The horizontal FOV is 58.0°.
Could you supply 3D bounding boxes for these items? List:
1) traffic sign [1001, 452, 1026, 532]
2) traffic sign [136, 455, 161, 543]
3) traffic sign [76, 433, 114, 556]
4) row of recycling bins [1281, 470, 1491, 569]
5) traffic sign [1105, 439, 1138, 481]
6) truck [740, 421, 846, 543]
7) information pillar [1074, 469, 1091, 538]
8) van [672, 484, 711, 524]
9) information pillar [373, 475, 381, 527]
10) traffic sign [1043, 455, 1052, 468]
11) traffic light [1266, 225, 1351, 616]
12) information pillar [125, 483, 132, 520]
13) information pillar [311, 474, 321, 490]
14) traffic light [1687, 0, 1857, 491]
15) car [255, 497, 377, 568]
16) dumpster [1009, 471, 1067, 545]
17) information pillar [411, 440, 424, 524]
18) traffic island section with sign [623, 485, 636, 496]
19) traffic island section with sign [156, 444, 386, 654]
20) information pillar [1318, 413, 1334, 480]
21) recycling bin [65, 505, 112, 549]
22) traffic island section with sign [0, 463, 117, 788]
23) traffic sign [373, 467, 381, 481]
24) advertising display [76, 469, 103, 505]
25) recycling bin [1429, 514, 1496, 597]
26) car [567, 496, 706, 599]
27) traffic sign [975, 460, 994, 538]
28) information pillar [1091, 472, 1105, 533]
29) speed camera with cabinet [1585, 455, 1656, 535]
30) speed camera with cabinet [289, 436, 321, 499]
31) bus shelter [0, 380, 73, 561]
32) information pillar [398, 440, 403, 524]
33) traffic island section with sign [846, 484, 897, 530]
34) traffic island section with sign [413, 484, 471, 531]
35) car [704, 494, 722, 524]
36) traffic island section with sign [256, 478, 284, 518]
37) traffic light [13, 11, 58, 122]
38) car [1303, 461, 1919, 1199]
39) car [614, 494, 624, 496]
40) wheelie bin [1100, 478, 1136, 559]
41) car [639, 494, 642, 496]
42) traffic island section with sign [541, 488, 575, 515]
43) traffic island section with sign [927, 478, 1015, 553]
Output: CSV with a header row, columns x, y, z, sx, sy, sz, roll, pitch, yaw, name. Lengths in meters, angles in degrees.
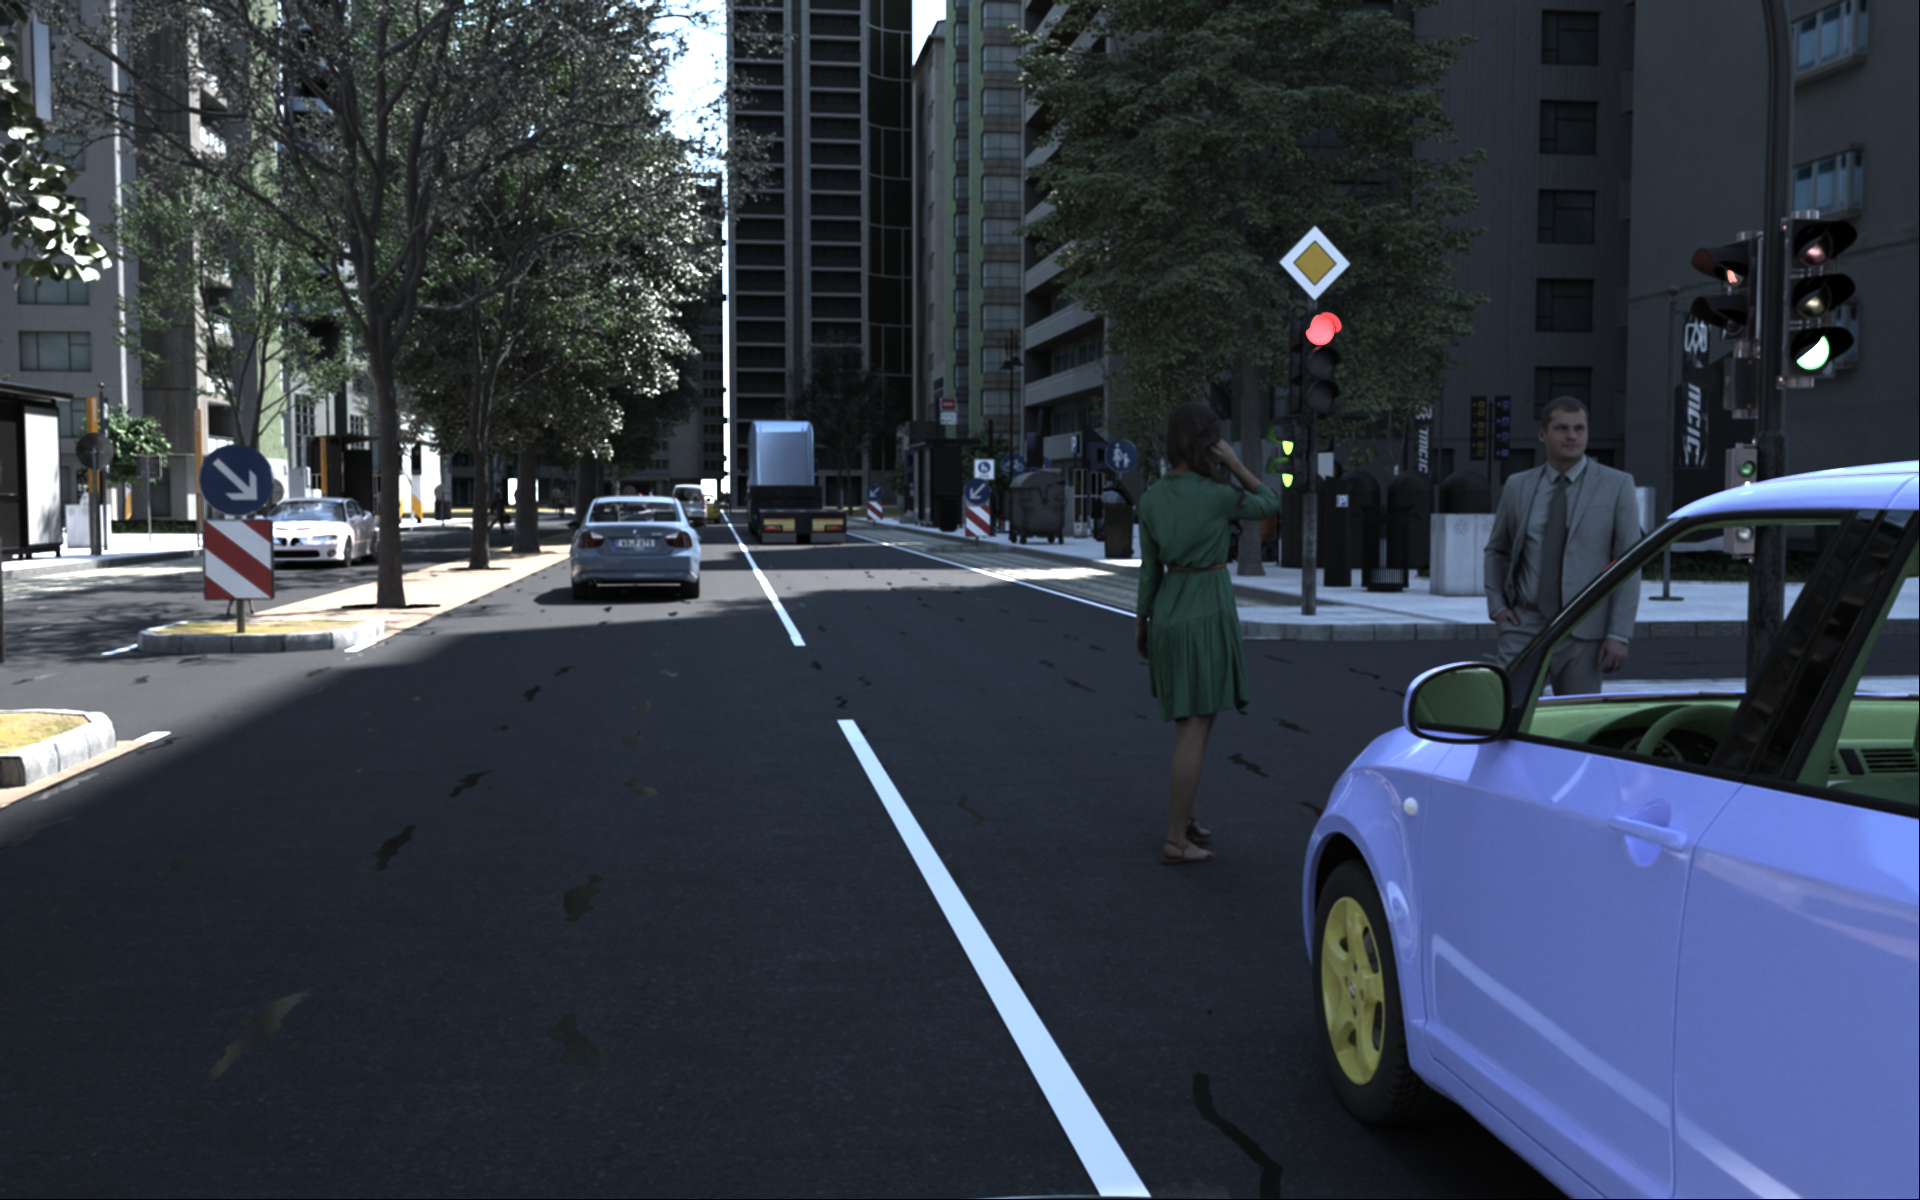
x,y,z,sx,sy,sz,roll,pitch,yaw,name
1.623,-3.237,53.024,0.768,2.556,0.104,0,4,-4,traffic sign
-21.084,-2.624,45.030,0.606,2.300,0.079,0,4,-8,traffic sign
-17.916,-2.189,35.890,0.768,2.556,0.104,0,4,-4,traffic sign
7.355,-1.398,29.965,3.534,1.692,1.069,1,4,8,row of recycling bins
3.728,-2.451,40.183,0.768,2.556,0.104,0,4,-5,traffic sign
-5.749,-4.183,58.154,2.967,4.110,18.799,0,4,-8,truck
3.510,-2.802,50.307,0.304,2.012,0.304,3,4,36,information pillar
-12.515,-4.456,79.871,2.013,2.044,4.112,0,4,-8,van
-22.367,-3.805,66.706,0.304,2.012,0.304,-3,5,-39,information pillar
2.601,-3.431,56.207,0.768,2.556,0.104,0,4,-7,traffic sign
3.677,-1.793,18.242,0.839,4.253,0.868,-1,4,-8,traffic light
-30.262,-4.374,62.865,0.504,3.616,0.183,3,4,39,information pillar
-23.669,-3.631,63.853,0.304,2.012,0.304,2,4,33,information pillar
2.751,-2.155,9.901,4.771,5.953,1.251,-1,4,-8,traffic light
-13.047,-1.388,35.063,2.083,1.381,4.827,-1,4,-9,car
2.013,-2.378,44.638,1.264,1.857,1.865,0,4,-8,dumpster
-23.528,-5.118,75.035,0.504,3.616,0.183,1,4,18,information pillar
-17.386,-5.063,90.910,2.006,1.907,1.989,-1,4,-8,traffic island section with sign
-6.718,-0.513,16.530,2.006,1.907,1.989,-1,4,-8,traffic island section with sign
7.311,-2.645,34.599,0.183,3.616,0.504,-1,4,-17,information pillar
-20.710,-1.750,41.164,0.722,1.027,0.722,0,4,7,recycling bin
-5.676,-0.065,9.196,2.006,1.907,1.989,-1,4,-8,traffic island section with sign
-23.275,-4.281,69.993,0.884,2.594,0.081,0,4,-1,traffic sign
-22.785,-2.458,45.396,0.974,1.923,0.123,2,4,30,advertising display
6.410,-0.575,21.951,0.722,1.027,0.722,0,4,-2,recycling bin
-4.666,-0.796,25.017,2.014,1.417,4.499,-1,4,-10,car
0.706,-2.970,50.690,0.606,2.300,0.079,0,4,-5,traffic sign
4.536,-3.250,57.635,0.304,2.012,0.304,3,5,43,information pillar
15.164,-2.826,40.534,2.038,3.252,0.660,3,5,42,speed camera with cabinet
-22.766,-4.027,60.179,0.660,3.252,2.038,0,4,-6,speed camera with cabinet
-18.401,-3.238,30.579,2.179,5.291,8.768,0,4,-8,bus shelter
-24.355,-5.135,75.306,0.183,3.616,0.504,0,4,-1,information pillar
-3.602,-3.718,69.418,1.989,1.847,2.006,-1,4,-8,traffic island section with sign
-20.170,-3.602,67.527,1.989,1.847,2.006,-1,4,-8,traffic island section with sign
-12.644,-4.561,84.792,2.015,1.641,3.980,-1,4,-9,car
-16.346,-1.970,40.843,1.989,1.847,2.006,-1,4,-8,traffic island section with sign
-11.004,-2.538,16.166,4.771,5.953,1.251,-1,4,-8,traffic light
1.840,0.406,2.959,1.945,1.707,3.694,0,4,-7,car
-25.591,-7.427,131.221,2.009,1.686,4.222,-1,4,-9,car
3.164,-1.635,34.646,0.693,1.594,0.980,1,4,9,wheelie bin
-29.360,-8.997,156.138,2.155,1.783,4.494,0,4,-7,car
-27.310,-6.650,117.361,1.989,1.847,2.006,-1,4,-8,traffic island section with sign
0.212,-2.086,42.733,1.989,1.847,2.006,-1,4,-8,traffic island section with sign
